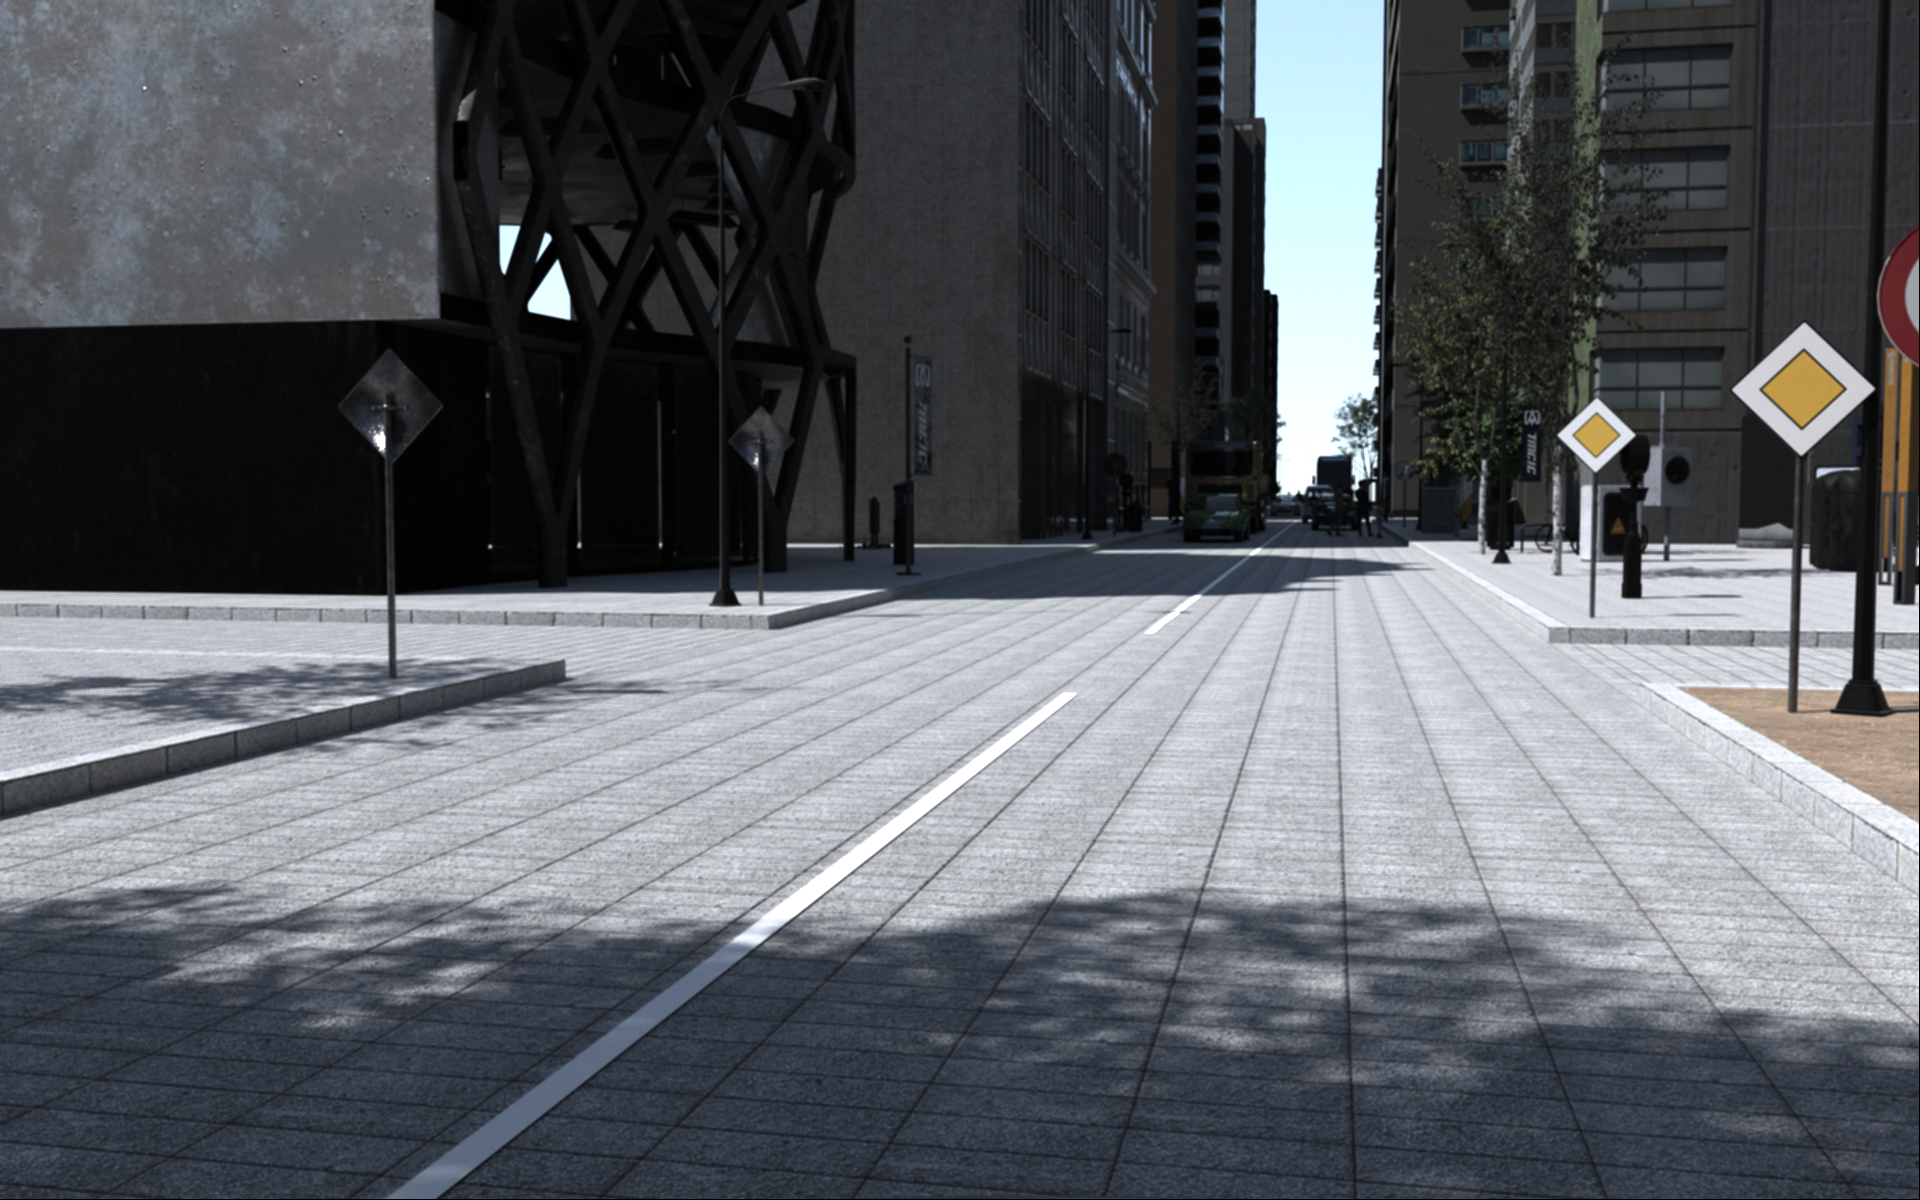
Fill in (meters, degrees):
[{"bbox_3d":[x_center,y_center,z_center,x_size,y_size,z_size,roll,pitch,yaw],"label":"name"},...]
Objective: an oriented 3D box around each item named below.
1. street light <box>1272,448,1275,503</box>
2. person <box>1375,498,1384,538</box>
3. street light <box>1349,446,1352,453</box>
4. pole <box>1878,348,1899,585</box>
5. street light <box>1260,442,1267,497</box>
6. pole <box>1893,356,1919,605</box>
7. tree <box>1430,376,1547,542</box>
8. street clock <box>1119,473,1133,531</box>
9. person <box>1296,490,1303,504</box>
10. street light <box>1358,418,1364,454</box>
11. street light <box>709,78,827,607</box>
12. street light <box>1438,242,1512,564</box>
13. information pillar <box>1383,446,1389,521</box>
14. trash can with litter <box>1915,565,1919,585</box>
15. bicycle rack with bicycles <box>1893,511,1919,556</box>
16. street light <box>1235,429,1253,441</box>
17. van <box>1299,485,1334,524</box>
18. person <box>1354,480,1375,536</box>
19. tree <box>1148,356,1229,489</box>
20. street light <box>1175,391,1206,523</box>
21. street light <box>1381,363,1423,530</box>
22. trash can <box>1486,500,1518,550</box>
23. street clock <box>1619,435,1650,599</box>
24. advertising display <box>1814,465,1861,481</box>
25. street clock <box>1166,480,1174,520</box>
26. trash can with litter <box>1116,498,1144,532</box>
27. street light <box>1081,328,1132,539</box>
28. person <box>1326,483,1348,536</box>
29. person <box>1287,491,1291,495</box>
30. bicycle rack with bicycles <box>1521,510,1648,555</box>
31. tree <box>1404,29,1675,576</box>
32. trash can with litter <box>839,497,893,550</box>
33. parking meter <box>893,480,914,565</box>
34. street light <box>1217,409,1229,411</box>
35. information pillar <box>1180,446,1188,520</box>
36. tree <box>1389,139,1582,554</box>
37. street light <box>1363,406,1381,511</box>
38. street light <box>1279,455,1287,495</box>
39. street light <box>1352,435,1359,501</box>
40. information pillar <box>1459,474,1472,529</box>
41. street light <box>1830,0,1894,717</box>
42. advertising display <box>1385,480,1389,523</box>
[{"bbox_3d":[31.325,-12.431,175.783,1.470,5.913,1.316,1,4,12],"label":"street light"},{"bbox_3d":[13.691,-2.669,56.409,0.394,1.301,0.425,-2,4,-33],"label":"person"},{"bbox_3d":[38.083,-11.809,165.611,1.470,5.913,1.316,1,4,12],"label":"street light"},{"bbox_3d":[13.041,-1.864,24.316,0.158,3.312,0.155,0,3,0],"label":"pole"},{"bbox_3d":[26.462,-11.058,153.342,1.470,5.913,1.316,1,4,12],"label":"street light"},{"bbox_3d":[10.966,-1.601,20.018,0.158,3.312,0.155,0,3,0],"label":"pole"},{"bbox_3d":[14.521,-3.896,47.415,4.285,4.588,4.351,0,3,0],"label":"tree"},{"bbox_3d":[5.795,-3.421,60.509,0.471,2.002,0.358,0,4,-7],"label":"street clock"},{"bbox_3d":[29.714,-8.734,151.855,0.990,1.755,0.434,3,5,43],"label":"person"},{"bbox_3d":[25.192,-8.134,105.536,1.470,5.913,1.316,1,4,12],"label":"street light"},{"bbox_3d":[-2.172,-2.879,19.620,1.470,5.913,1.316,1,4,12],"label":"street light"},{"bbox_3d":[9.500,-3.637,32.008,1.470,5.913,1.316,1,4,12],"label":"street light"},{"bbox_3d":[20.636,-5.661,83.913,0.183,3.616,0.504,-1,4,-11],"label":"information pillar"},{"bbox_3d":[13.819,-0.788,24.276,0.624,1.170,1.055,-2,4,-34],"label":"trash can with litter"},{"bbox_3d":[20.177,-1.442,36.954,2.925,0.926,2.852,-1,4,-11],"label":"bicycle rack with bicycles"},{"bbox_3d":[20.238,-9.266,124.038,1.470,5.913,1.316,1,4,12],"label":"street light"},{"bbox_3d":[17.746,-4.797,85.439,2.013,2.044,4.112,1,4,12],"label":"van"},{"bbox_3d":[13.747,-3.124,58.948,0.648,1.900,0.474,3,5,43],"label":"person"},{"bbox_3d":[12.087,-8.652,91.823,4.360,8.622,3.978,0,3,0],"label":"tree"},{"bbox_3d":[10.350,-6.446,77.931,1.470,5.913,1.316,1,4,12],"label":"street light"},{"bbox_3d":[15.828,-5.444,61.553,1.470,5.913,1.316,1,4,12],"label":"street light"},{"bbox_3d":[12.493,-1.735,40.019,0.748,1.137,0.748,0,3,0],"label":"trash can"},{"bbox_3d":[8.280,-1.023,21.295,0.358,2.002,0.471,0,4,5],"label":"street clock"},{"bbox_3d":[19.672,-2.056,38.835,0.974,1.923,0.123,2,4,33],"label":"advertising display"},{"bbox_3d":[10.582,-5.041,86.993,0.471,2.002,0.358,1,4,13],"label":"street clock"},{"bbox_3d":[5.680,-2.875,58.393,1.055,1.170,0.624,0,4,6],"label":"trash can with litter"},{"bbox_3d":[4.132,-4.665,48.812,1.470,5.913,1.316,1,4,12],"label":"street light"},{"bbox_3d":[12.992,-3.101,59.317,0.853,1.813,0.709,-1,4,-15],"label":"person"},{"bbox_3d":[33.938,-10.396,179.001,1.217,1.766,0.721,2,4,35],"label":"person"},{"bbox_3d":[13.724,-1.480,37.588,2.925,0.926,2.852,-1,4,-20],"label":"bicycle rack with bicycles"},{"bbox_3d":[9.163,-4.688,27.004,4.360,8.622,3.978,0,3,0],"label":"tree"},{"bbox_3d":[-2.192,-1.822,40.840,1.678,1.210,2.233,0,4,8],"label":"trash can with litter"},{"bbox_3d":[-1.026,-1.415,31.542,0.372,1.533,0.369,0,3,0],"label":"parking meter"},{"bbox_3d":[13.964,-7.479,94.820,1.470,5.913,1.316,1,4,12],"label":"street light"},{"bbox_3d":[10.890,-5.680,84.220,0.183,3.616,0.504,-2,4,-27],"label":"information pillar"},{"bbox_3d":[11.166,-5.294,36.916,4.737,8.622,4.395,0,3,0],"label":"tree"},{"bbox_3d":[22.198,-7.269,91.392,1.470,5.913,1.316,1,4,12],"label":"street light"},{"bbox_3d":[37.612,-14.233,205.244,1.470,5.913,1.316,1,4,12],"label":"street light"},{"bbox_3d":[31.523,-9.937,135.008,1.470,5.913,1.316,1,4,12],"label":"street light"},{"bbox_3d":[18.770,-4.453,64.156,0.504,3.616,0.183,-2,4,-28],"label":"information pillar"},{"bbox_3d":[4.758,-2.297,10.090,1.470,5.913,1.316,1,4,12],"label":"street light"},{"bbox_3d":[19.325,-4.476,78.402,0.123,1.923,0.974,1,4,14],"label":"advertising display"}]
